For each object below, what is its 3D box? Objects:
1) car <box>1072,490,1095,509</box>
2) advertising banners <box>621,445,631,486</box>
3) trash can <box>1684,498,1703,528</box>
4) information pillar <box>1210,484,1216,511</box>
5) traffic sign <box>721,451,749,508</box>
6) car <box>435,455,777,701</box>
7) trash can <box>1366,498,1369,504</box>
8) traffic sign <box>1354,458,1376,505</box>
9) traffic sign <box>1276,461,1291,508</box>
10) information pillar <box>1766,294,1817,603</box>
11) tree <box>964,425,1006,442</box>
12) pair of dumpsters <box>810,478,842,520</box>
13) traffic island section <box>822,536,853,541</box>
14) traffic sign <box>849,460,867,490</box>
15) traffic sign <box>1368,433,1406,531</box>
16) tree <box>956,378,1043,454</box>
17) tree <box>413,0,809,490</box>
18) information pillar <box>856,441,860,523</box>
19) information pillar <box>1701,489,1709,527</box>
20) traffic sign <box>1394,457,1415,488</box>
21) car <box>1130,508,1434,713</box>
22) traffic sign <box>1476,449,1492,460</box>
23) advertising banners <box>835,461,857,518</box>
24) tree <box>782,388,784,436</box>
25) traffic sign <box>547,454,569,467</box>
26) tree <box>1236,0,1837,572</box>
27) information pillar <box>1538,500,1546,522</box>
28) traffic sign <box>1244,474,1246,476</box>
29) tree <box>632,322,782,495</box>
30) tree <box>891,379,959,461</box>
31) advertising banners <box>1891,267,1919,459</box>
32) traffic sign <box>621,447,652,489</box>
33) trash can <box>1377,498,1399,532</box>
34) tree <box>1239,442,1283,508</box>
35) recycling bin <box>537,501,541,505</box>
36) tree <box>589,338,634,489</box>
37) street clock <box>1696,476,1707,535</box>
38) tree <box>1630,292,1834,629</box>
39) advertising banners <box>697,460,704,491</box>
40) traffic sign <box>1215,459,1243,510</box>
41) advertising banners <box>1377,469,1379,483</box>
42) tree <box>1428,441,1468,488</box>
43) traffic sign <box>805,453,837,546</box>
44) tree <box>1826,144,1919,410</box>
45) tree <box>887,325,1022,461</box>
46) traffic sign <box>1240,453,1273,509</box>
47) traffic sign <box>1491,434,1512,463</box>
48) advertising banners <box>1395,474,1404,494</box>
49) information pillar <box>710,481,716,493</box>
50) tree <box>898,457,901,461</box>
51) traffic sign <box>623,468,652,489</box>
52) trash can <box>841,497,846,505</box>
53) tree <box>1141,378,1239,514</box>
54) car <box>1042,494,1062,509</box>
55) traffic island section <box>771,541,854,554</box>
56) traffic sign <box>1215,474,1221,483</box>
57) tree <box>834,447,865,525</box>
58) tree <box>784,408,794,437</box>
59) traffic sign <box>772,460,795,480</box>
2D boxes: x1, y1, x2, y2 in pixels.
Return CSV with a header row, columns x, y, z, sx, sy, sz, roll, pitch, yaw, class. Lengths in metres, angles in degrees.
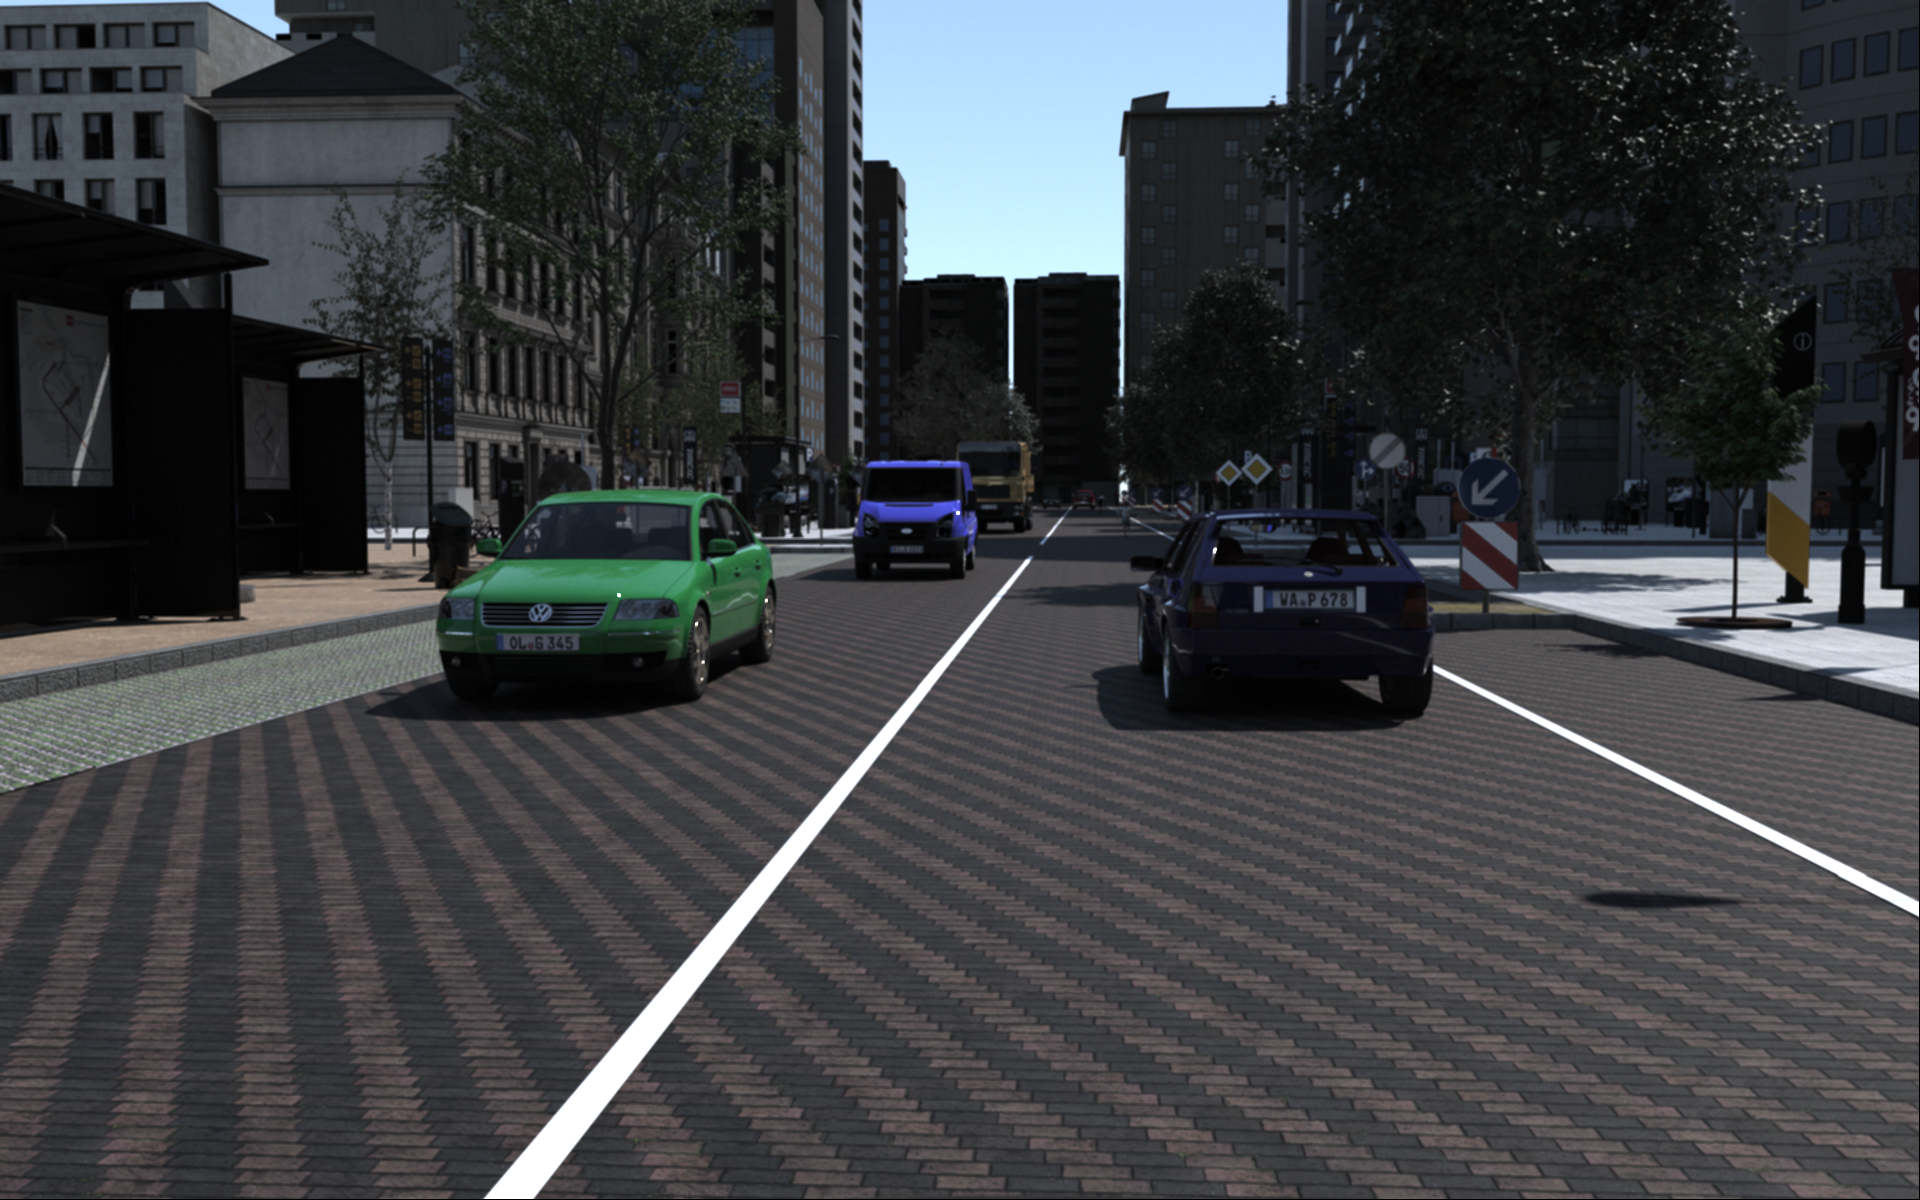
x,y,z,sx,sy,sz,roll,pitch,yaw,class
11.918,-9.675,166.862,2.281,1.827,5.304,0,4,2,car
-12.558,-4.022,61.950,2.074,3.025,0.090,1,4,18,advertising banners
27.788,-3.300,65.600,0.748,1.137,0.748,0,3,0,trash can
18.144,-7.326,124.265,0.304,2.012,0.304,-3,5,-42,information pillar
-6.796,-3.195,52.238,0.884,2.594,0.081,1,4,11,traffic sign
-2.583,-0.286,13.469,1.959,1.807,4.718,0,4,3,car
14.970,-3.120,62.665,0.748,1.137,0.748,0,3,0,trash can
14.423,-3.767,61.691,0.768,2.556,0.104,1,4,8,traffic sign
12.438,-4.047,66.270,0.768,2.556,0.104,1,4,9,traffic sign
9.794,-1.776,20.396,0.504,3.616,0.183,0,4,3,information pillar
2.495,-13.388,169.259,4.737,8.622,4.395,0,3,0,tree
-6.827,-5.064,85.295,1.574,2.255,4.437,0,4,4,pair of dumpsters
-2.888,-1.746,50.821,2.009,0.180,2.903,0,4,4,traffic island section
-2.864,-2.882,50.758,0.795,2.450,0.064,0,4,4,traffic sign
8.847,-2.193,35.969,0.768,2.556,0.104,0,4,6,traffic sign
4.203,-17.273,189.066,9.857,13.997,8.962,0,3,0,tree
-6.548,-6.512,32.223,9.928,11.665,9.643,0,3,0,tree
-4.475,-5.195,76.288,0.183,3.616,0.504,0,4,-6,information pillar
29.015,-3.842,67.310,0.304,2.012,0.304,0,4,5,information pillar
15.228,-3.620,59.294,0.768,2.556,0.104,1,4,10,traffic sign
2.256,-0.008,12.718,1.945,1.354,3.894,0,4,2,car
11.646,-2.202,38.133,0.606,2.300,0.079,1,4,13,traffic sign
-6.095,-5.967,93.747,0.090,3.025,2.074,2,4,35,advertising banners
-11.999,-8.225,84.837,4.737,8.622,4.395,0,3,0,tree
-10.234,-2.570,44.153,0.606,2.300,0.079,1,4,12,traffic sign
9.402,-6.814,28.417,9.611,12.733,9.660,0,3,0,tree
26.889,-4.626,80.128,0.304,2.012,0.304,0,4,-6,information pillar
17.195,-6.340,103.759,0.768,2.556,0.104,1,4,10,traffic sign
-10.506,-7.468,72.462,4.737,8.622,4.395,0,3,0,tree
-2.004,-9.775,110.189,4.360,8.622,3.978,0,3,0,tree
8.219,-1.049,13.343,2.074,3.025,0.090,0,4,7,advertising banners
-7.993,-2.547,42.823,0.795,2.450,0.064,1,4,9,traffic sign
13.847,-2.714,56.035,0.748,1.137,0.748,0,3,0,trash can
11.098,-4.258,64.225,1.663,3.219,1.824,0,3,0,tree
-14.311,-2.942,60.662,0.722,1.027,0.722,3,4,38,recycling bin
-14.755,-7.783,77.614,4.737,8.622,4.395,0,3,0,tree
23.503,-3.068,54.733,0.471,2.002,0.358,2,4,27,street clock
7.581,-1.351,16.693,1.663,3.219,1.824,0,3,0,tree
-13.865,-5.673,88.947,2.074,3.025,0.090,2,4,35,advertising banners
7.752,-2.835,49.992,0.795,2.450,0.064,0,4,4,traffic sign
28.619,-7.548,119.593,0.090,3.025,2.074,0,4,-3,advertising banners
30.139,-7.549,107.135,4.285,4.588,4.351,0,3,0,tree
-3.425,-2.395,42.793,0.795,2.450,0.064,0,4,4,traffic sign
20.740,-5.316,37.280,4.360,8.622,3.978,0,3,0,tree
-0.297,-13.133,125.099,12.009,13.543,11.850,0,3,0,tree
7.191,-2.348,42.027,0.795,2.450,0.064,0,4,4,traffic sign
11.443,-2.201,36.084,0.768,2.556,0.104,1,4,11,traffic sign
21.250,-5.273,82.409,2.074,3.025,0.090,-3,4,-39,advertising banners
-13.705,-5.599,96.028,0.304,2.012,0.304,-2,4,-28,information pillar
-3.033,-5.794,89.333,1.663,3.219,1.824,0,3,0,tree
-9.462,-3.110,50.845,0.884,2.594,0.081,1,4,9,traffic sign
-5.838,-4.763,89.530,0.748,1.137,0.748,0,3,0,trash can
13.440,-8.962,96.894,4.737,8.622,4.395,0,3,0,tree
9.124,-9.894,171.553,2.009,1.686,4.222,0,4,6,car
-3.449,-1.258,42.856,2.009,0.180,2.903,0,4,4,traffic island section
14.034,-5.674,92.881,0.768,2.556,0.104,1,4,9,traffic sign
-4.627,-4.731,71.949,1.663,3.219,1.824,0,3,0,tree
-12.590,-9.896,112.168,4.737,8.622,4.395,0,3,0,tree
-5.943,-3.495,58.321,0.795,2.450,0.064,0,4,5,traffic sign
